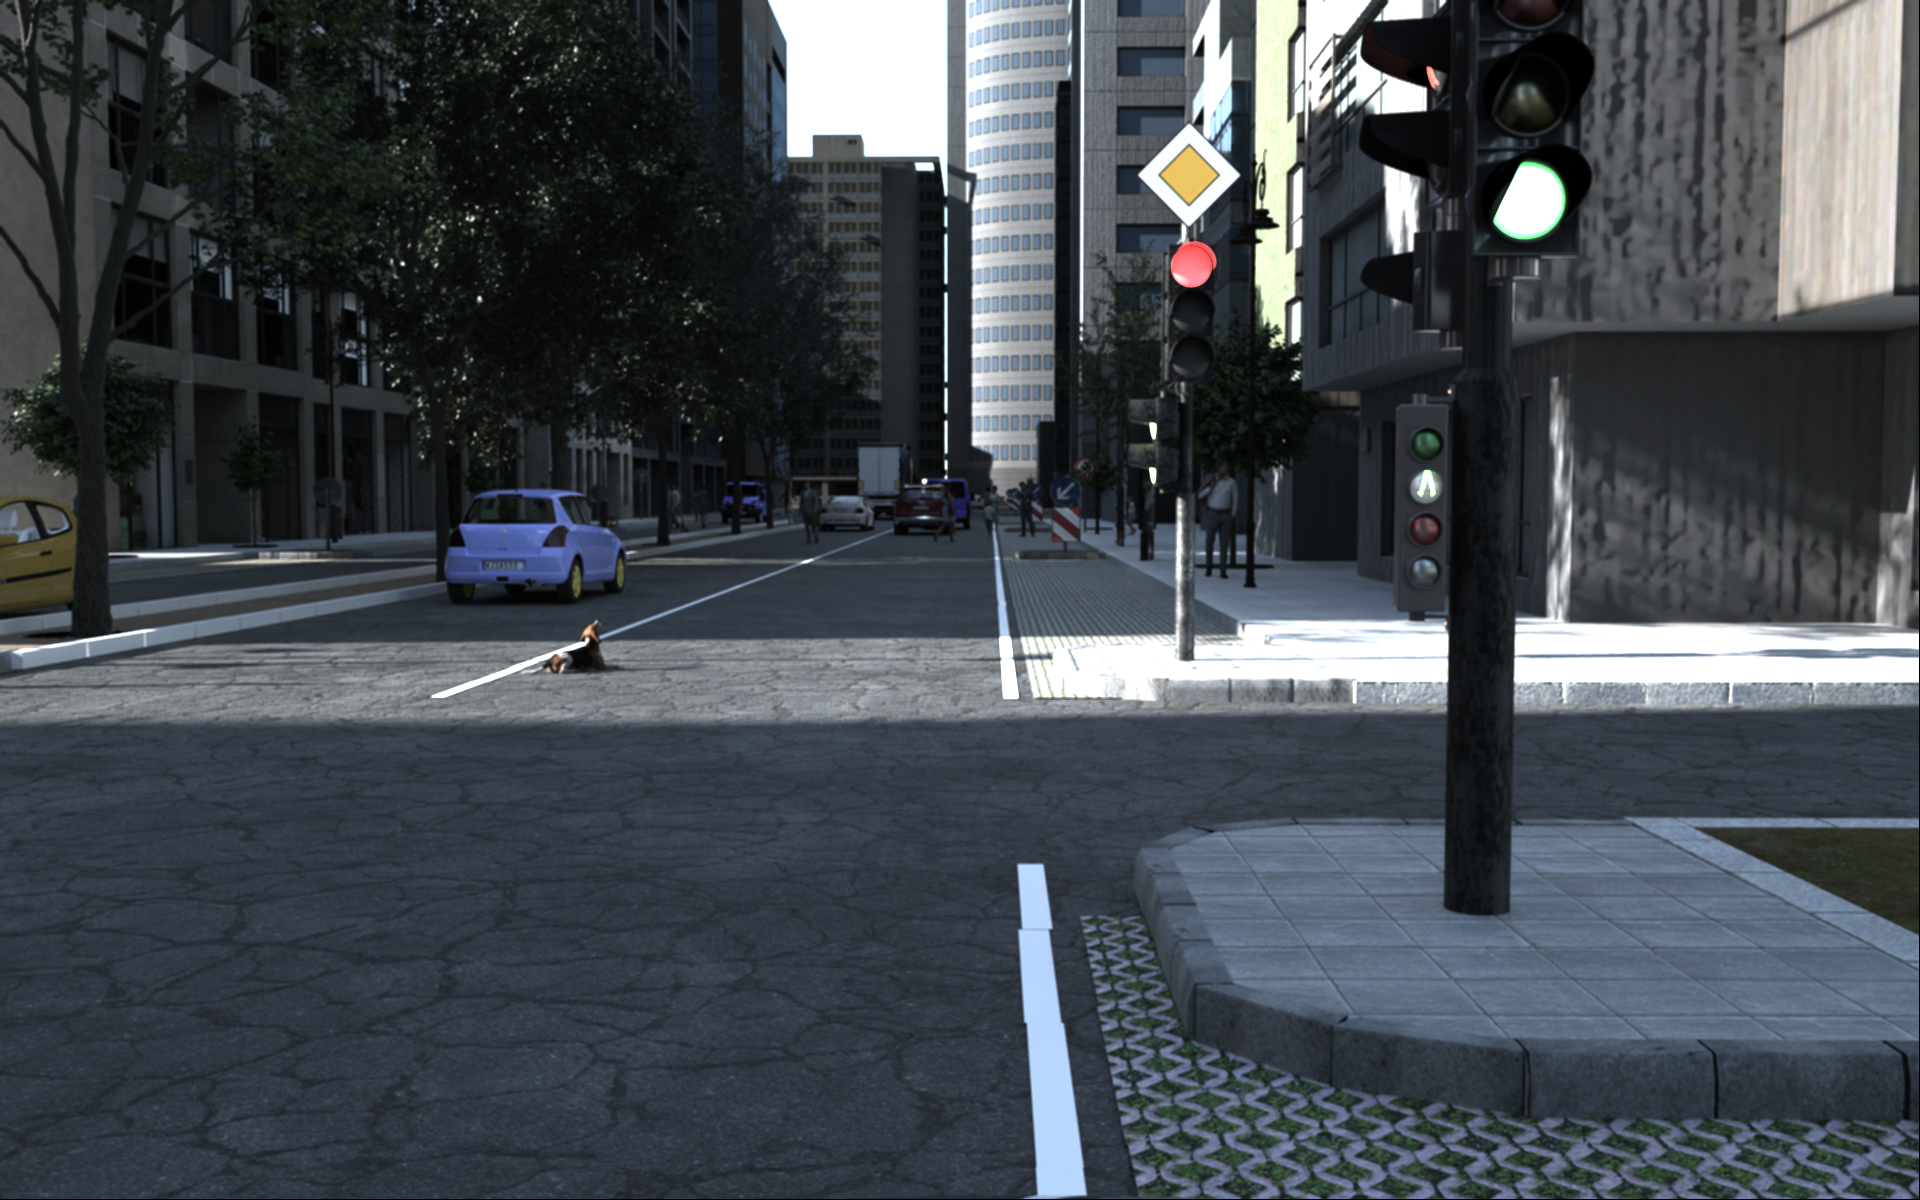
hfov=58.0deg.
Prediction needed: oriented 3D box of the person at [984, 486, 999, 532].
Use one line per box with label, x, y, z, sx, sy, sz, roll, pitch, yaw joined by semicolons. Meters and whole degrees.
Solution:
person;1.237;-3.493;66.181;0.480;1.755;0.524;2;4;33

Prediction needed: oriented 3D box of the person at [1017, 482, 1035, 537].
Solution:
person;2.227;-3.047;58.127;0.655;1.846;0.447;1;4;19

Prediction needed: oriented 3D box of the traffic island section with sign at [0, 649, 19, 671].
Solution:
traffic island section with sign;-8.731;-0.311;13.216;2.006;1.907;1.989;0;4;1

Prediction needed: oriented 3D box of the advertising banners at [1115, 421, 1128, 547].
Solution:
advertising banners;3.967;-2.832;42.488;0.090;3.025;2.074;0;4;-1

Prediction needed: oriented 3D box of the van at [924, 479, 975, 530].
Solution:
van;-0.517;-4.115;71.658;2.240;2.365;5.245;0;4;1

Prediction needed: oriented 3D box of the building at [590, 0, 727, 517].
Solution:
building;-27.159;-41.624;118.812;20.563;71.187;20.611;0;4;1

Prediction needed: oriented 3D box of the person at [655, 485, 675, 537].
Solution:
person;-9.784;-2.995;57.566;0.635;1.810;0.391;0;4;5

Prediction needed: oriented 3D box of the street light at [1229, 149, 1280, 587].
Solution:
street light;3.996;-3.113;23.686;0.468;5.910;1.993;0;4;1

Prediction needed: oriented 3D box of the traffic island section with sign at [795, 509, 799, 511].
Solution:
traffic island section with sign;-12.499;-8.219;143.007;1.989;1.847;2.006;0;4;1

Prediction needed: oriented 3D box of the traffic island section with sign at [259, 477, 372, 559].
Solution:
traffic island section with sign;-14.317;-1.842;38.743;1.989;1.847;2.006;0;4;1

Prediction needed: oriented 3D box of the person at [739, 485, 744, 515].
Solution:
person;-9.574;-4.055;74.776;0.580;1.828;0.573;3;4;39

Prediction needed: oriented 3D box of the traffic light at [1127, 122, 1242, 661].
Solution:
traffic light;1.715;-1.489;13.259;0.839;4.253;0.868;0;4;1

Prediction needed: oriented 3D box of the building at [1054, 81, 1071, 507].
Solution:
building;13.759;-21.586;124.638;14.160;30.474;14.107;0;4;1

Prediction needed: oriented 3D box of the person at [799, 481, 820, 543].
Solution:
person;-4.419;-2.570;50.632;0.709;1.813;0.853;1;4;17

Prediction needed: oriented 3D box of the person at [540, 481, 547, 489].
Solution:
person;-11.672;-2.457;48.842;0.661;1.801;0.590;-3;5;-42

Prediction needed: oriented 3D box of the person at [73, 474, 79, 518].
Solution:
person;-14.912;-1.249;29.196;0.573;1.790;0.520;-1;4;-23

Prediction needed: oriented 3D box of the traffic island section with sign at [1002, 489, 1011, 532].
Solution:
traffic island section with sign;2.674;-3.466;65.300;1.989;1.847;2.006;0;4;1

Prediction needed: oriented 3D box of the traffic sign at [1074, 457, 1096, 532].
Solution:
traffic sign;4.210;-3.556;58.243;0.768;2.556;0.104;0;4;3

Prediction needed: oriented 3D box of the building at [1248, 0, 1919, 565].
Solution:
building;13.484;-21.714;38.615;14.154;41.232;14.086;0;4;1

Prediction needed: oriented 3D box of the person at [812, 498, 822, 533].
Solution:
person;-5.344;-3.154;64.340;0.475;1.303;0.640;1;4;19

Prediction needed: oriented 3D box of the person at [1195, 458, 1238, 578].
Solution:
person;3.943;-1.255;26.668;0.679;1.850;0.850;0;4;-2

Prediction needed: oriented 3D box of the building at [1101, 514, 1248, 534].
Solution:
building;17.907;-46.176;67.646;22.319;86.520;31.000;0;4;1

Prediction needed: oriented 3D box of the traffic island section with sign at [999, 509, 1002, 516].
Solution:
traffic island section with sign;3.544;-6.513;115.111;1.989;1.847;2.006;0;4;1

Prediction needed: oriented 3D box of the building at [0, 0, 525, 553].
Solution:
building;-27.815;-15.248;53.827;19.350;26.468;34.151;0;4;1

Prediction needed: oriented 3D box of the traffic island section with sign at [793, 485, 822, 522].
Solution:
traffic island section with sign;-7.427;-4.906;88.343;2.006;1.907;1.989;0;4;1

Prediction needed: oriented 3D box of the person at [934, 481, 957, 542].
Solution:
person;-0.392;-2.650;51.929;0.778;1.811;0.616;-2;4;-32

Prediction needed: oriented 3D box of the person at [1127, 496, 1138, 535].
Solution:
person;5.417;-2.640;54.221;0.382;1.210;0.505;0;4;-2

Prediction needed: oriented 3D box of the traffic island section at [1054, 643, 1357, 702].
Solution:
traffic island section;1.755;0.545;13.372;2.009;0.180;2.903;0;4;1

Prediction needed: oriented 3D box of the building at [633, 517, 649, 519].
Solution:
building;-27.134;-40.366;98.237;20.563;71.187;20.611;0;4;1

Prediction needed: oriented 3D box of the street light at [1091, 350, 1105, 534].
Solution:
street light;4.418;-5.062;55.553;0.468;5.910;1.993;0;4;1

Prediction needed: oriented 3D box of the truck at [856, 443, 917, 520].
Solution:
truck;-4.209;-6.794;99.999;2.839;4.237;11.283;0;4;2

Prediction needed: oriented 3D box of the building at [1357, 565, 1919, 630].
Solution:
building;12.100;-20.517;19.051;14.086;41.232;14.154;0;4;1

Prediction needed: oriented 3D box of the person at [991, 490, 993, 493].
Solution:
person;2.247;-6.952;122.892;1.217;1.743;0.721;3;5;40

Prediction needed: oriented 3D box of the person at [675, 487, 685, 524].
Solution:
person;-13.432;-4.511;82.590;0.599;1.781;0.374;1;4;18

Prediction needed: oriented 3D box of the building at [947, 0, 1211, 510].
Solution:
building;12.708;-39.201;182.929;28.212;58.520;21.231;0;4;1

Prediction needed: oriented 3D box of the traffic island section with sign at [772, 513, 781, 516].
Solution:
traffic island section with sign;-12.975;-6.531;115.408;1.989;1.847;2.006;0;4;1

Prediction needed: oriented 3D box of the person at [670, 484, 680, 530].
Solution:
person;-11.507;-3.718;69.382;0.679;1.850;0.850;2;4;32

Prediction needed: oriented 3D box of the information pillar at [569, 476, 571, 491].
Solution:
information pillar;-15.864;-3.985;69.646;0.304;2.012;0.304;3;5;40

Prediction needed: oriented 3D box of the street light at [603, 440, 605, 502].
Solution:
street light;-15.992;-6.419;77.736;0.468;5.910;1.993;0;4;1

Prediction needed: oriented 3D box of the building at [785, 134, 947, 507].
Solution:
building;-13.400;-30.440;189.571;23.993;40.220;32.217;0;4;1

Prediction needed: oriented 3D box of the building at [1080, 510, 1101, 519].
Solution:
building;17.095;-34.288;102.600;21.231;58.520;28.212;0;4;1

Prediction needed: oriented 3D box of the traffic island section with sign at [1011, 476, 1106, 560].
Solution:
traffic island section with sign;2.201;-1.818;38.349;1.989;1.847;2.006;0;4;1

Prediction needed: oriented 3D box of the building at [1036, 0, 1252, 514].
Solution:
building;18.104;-50.960;145.867;22.319;86.520;31.000;0;4;1

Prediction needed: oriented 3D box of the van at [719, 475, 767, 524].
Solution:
van;-10.501;-4.934;85.051;2.240;2.365;5.245;0;3;0

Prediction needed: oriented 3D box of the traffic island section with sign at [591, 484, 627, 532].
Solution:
traffic island section with sign;-13.834;-3.520;66.177;1.989;1.847;2.006;0;4;1

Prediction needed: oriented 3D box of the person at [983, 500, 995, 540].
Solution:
person;0.918;-2.533;54.603;0.352;1.250;0.332;-2;4;-35

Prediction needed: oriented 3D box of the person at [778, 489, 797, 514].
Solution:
person;-12.153;-6.951;122.167;1.348;1.821;0.705;-1;4;-13

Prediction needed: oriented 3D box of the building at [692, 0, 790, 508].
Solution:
building;-23.320;-30.930;155.820;14.200;45.320;14.600;0;4;1

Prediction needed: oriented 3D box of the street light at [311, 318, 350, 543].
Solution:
street light;-16.551;-4.458;45.680;0.468;5.910;1.993;0;4;1

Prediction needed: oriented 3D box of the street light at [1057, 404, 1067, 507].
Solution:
street light;5.139;-7.011;87.415;0.468;5.910;1.993;0;4;1

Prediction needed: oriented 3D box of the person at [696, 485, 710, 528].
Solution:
person;-10.834;-3.941;72.965;0.581;1.822;0.654;0;4;3

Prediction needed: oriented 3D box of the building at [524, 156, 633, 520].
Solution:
building;-22.190;-13.793;80.274;10.420;20.320;16.860;0;4;1

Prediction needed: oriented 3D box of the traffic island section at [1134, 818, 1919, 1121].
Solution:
traffic island section;1.615;1.033;5.388;2.009;0.180;2.903;0;4;1

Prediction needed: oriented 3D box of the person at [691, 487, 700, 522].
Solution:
person;-13.285;-4.809;87.366;0.600;1.795;0.529;0;4;3

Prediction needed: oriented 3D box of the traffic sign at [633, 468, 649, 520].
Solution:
traffic sign;-15.525;-5.148;84.268;0.768;2.556;0.104;0;4;2

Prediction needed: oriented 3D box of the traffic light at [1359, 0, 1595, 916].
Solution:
traffic light;-0.518;-1.866;5.170;4.771;5.953;1.251;0;4;1
